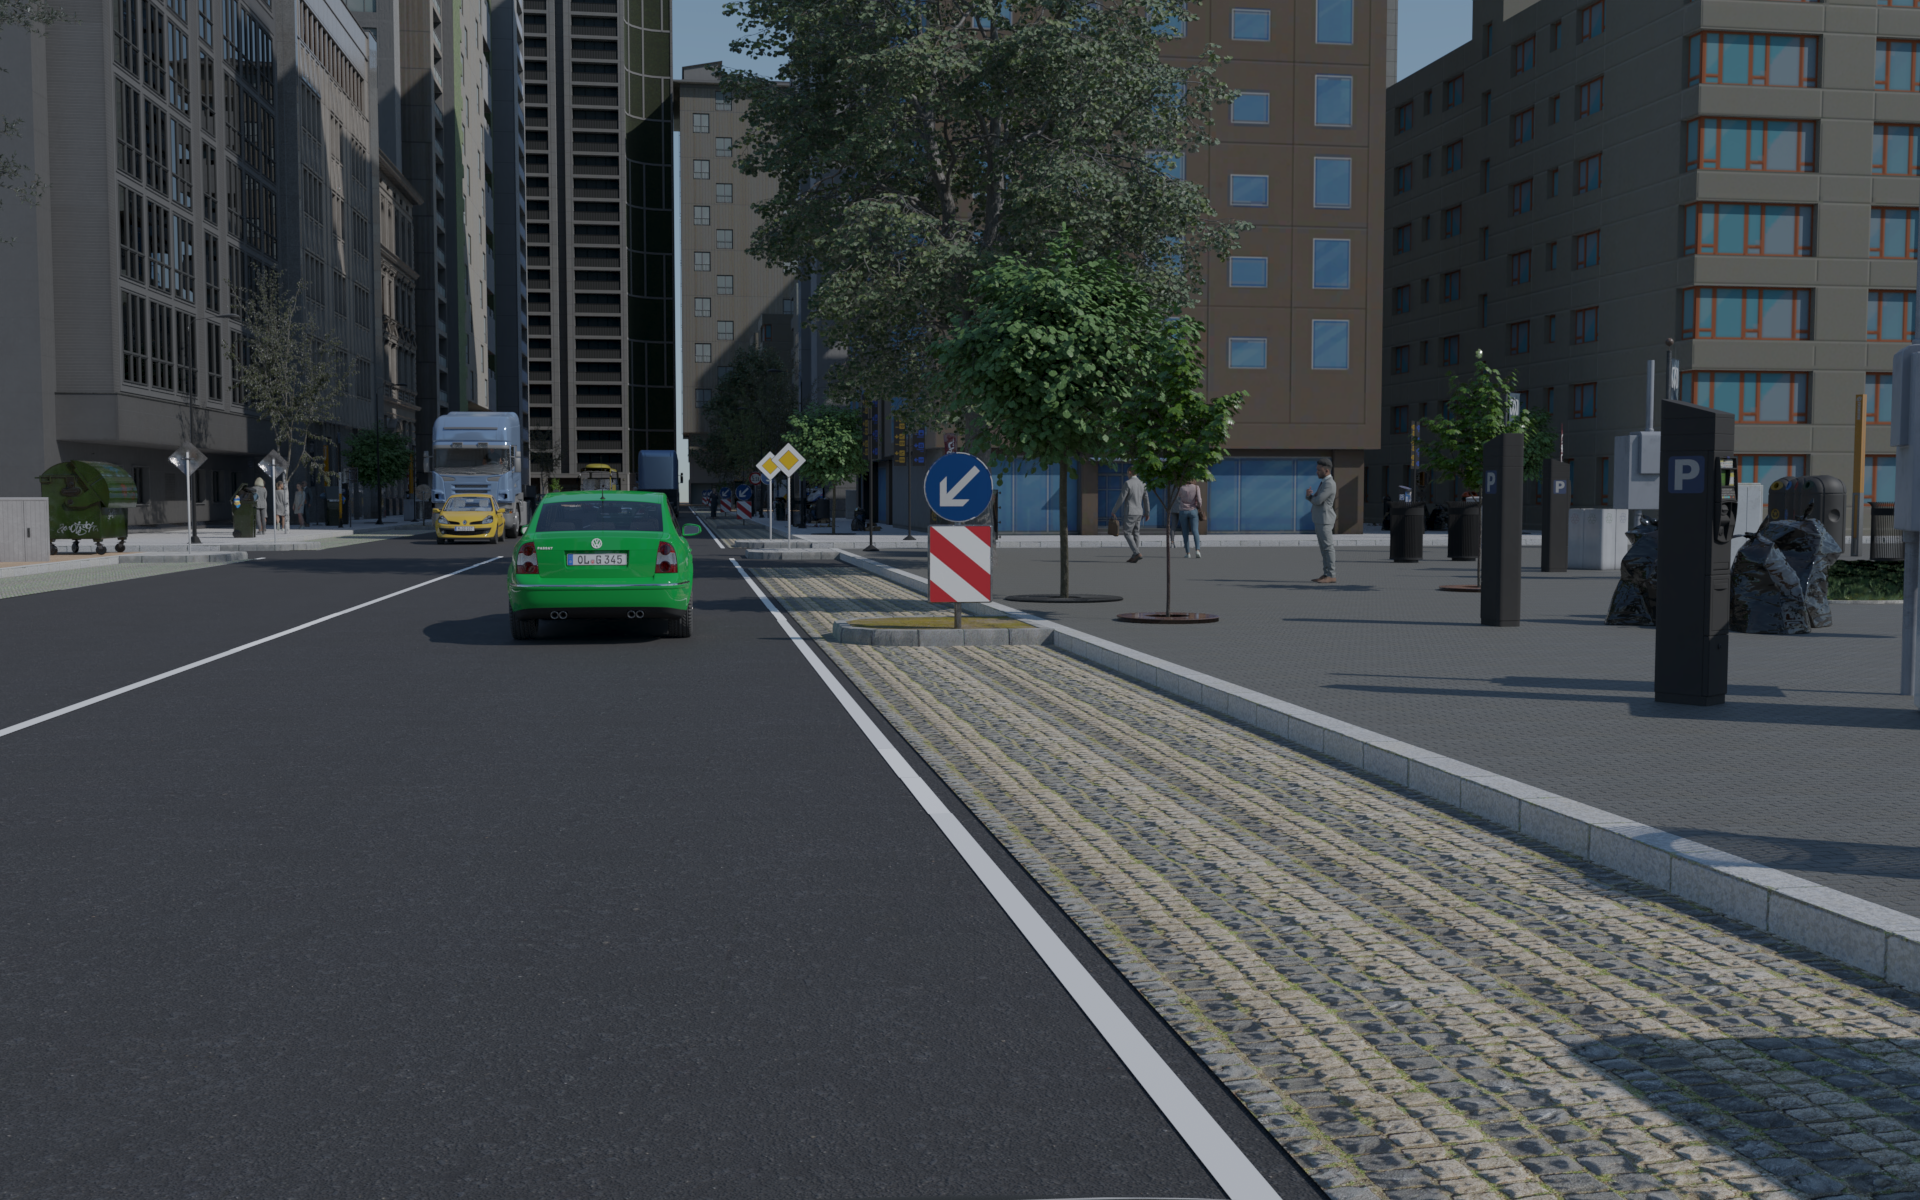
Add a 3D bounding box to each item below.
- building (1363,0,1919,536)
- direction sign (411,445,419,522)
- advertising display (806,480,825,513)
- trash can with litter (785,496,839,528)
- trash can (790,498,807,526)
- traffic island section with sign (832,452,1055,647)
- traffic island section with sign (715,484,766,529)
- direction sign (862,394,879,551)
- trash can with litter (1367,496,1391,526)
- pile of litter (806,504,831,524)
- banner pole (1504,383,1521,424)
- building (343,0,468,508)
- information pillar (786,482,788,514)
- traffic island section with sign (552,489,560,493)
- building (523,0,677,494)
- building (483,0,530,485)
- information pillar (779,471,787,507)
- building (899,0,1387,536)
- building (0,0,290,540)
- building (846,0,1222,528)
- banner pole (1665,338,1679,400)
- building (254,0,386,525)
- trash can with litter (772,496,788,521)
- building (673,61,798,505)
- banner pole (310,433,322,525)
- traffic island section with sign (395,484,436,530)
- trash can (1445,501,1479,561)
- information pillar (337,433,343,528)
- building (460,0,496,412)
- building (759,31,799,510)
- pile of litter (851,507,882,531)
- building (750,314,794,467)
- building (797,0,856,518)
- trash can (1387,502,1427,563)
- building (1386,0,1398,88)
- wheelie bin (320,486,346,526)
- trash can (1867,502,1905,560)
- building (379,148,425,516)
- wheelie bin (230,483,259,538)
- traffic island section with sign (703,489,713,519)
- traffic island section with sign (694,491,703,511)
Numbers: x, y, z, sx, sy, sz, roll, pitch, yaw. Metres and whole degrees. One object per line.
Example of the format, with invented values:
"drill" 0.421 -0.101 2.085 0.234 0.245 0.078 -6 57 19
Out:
"building" 33.897 -13.592 67.264 28.899 21.520 27.650 -1 4 -9
"direction sign" -25.146 -5.370 79.792 0.379 3.537 0.876 -1 4 -12
"advertising display" -6.514 -4.448 77.939 0.974 1.923 0.123 2 4 33
"trash can with litter" -5.710 -3.427 67.094 2.233 1.210 1.678 -1 4 -13
"trash can" -6.418 -3.490 68.720 0.748 1.137 0.748 0 3 0
"traffic island section with sign" -0.236 -0.520 17.137 1.989 1.847 2.006 -1 4 -9
"traffic island section with sign" -9.060 -3.846 71.514 1.989 1.847 2.006 -1 4 -9
"direction sign" -2.005 -2.870 38.928 0.379 3.537 0.876 -2 4 -27
"trash can with litter" 17.039 -3.618 70.207 1.678 1.210 2.233 3 5 40
"pile of litter" -6.151 -3.785 75.853 1.719 0.858 1.176 -3 5 -42
"banner pole" 11.936 -2.910 37.602 0.401 3.779 0.863 3 5 45
"building" -43.424 -26.920 123.744 14.154 41.232 14.086 -1 4 -9
"information pillar" -10.226 -5.942 101.647 0.304 2.012 0.304 1 4 10
"traffic island section with sign" -33.897 -8.382 145.668 1.989 1.847 2.006 -1 4 -9
"building" -45.621 -47.404 213.301 20.611 71.187 20.563 -1 4 -9
"building" -59.235 -38.878 177.660 28.212 58.520 21.231 -1 4 -9
"information pillar" -10.228 -6.640 99.919 0.504 3.616 0.183 2 4 23
"building" 5.166 -25.016 59.122 14.200 45.320 14.600 -1 4 -9
"building" -32.396 -16.150 57.562 14.314 27.812 24.014 -1 4 -9
"building" 2.456 -26.163 77.871 14.600 45.320 14.200 -1 4 -9
"banner pole" 11.521 -2.328 28.087 0.401 3.779 0.863 3 4 37
"building" -34.692 -16.029 80.094 12.078 24.808 19.932 -1 4 -9
"trash can with litter" -8.556 -4.383 83.048 0.624 1.170 1.055 1 4 13
"building" -22.406 -38.637 220.954 27.495 52.752 28.713 -1 4 -9
"banner pole" -26.590 -4.972 71.305 0.401 3.779 0.863 -3 5 -42
"traffic island section with sign" -21.526 -3.723 69.507 1.989 1.847 2.006 -1 4 -9
"trash can" 9.680 -1.321 33.255 0.748 1.137 0.748 0 3 0
"information pillar" -23.630 -4.564 65.982 0.183 3.616 0.504 -1 4 -22
"building" -53.606 -33.899 143.486 28.713 52.752 27.495 -1 4 -9
"building" -6.007 -51.244 150.517 22.319 86.520 31.000 -1 4 -9
"pile of litter" -3.227 -2.832 60.274 1.176 0.858 1.719 1 4 22
"building" -7.585 -20.642 182.530 27.650 21.520 28.899 -1 4 -9
"building" 0.475 -34.537 106.680 21.231 58.520 28.212 -1 4 -9
"trash can" 8.369 -1.272 32.458 0.748 1.137 0.748 0 3 0
"building" 34.634 -46.135 192.560 20.611 71.187 20.563 -1 4 -9
"wheelie bin" -25.340 -3.792 69.904 0.980 1.594 0.693 -2 4 -32
"trash can" 17.136 -1.241 31.949 0.748 1.137 0.748 0 3 0
"building" -38.227 -16.651 101.126 11.050 23.489 19.941 -1 4 -9
"wheelie bin" -20.974 -2.624 50.818 0.693 1.594 0.980 -1 4 -10
"traffic island section with sign" -13.527 -5.528 99.009 1.989 1.847 2.006 -1 4 -9
"traffic island section with sign" -21.434 -8.504 147.675 1.989 1.847 2.006 -1 4 -9
